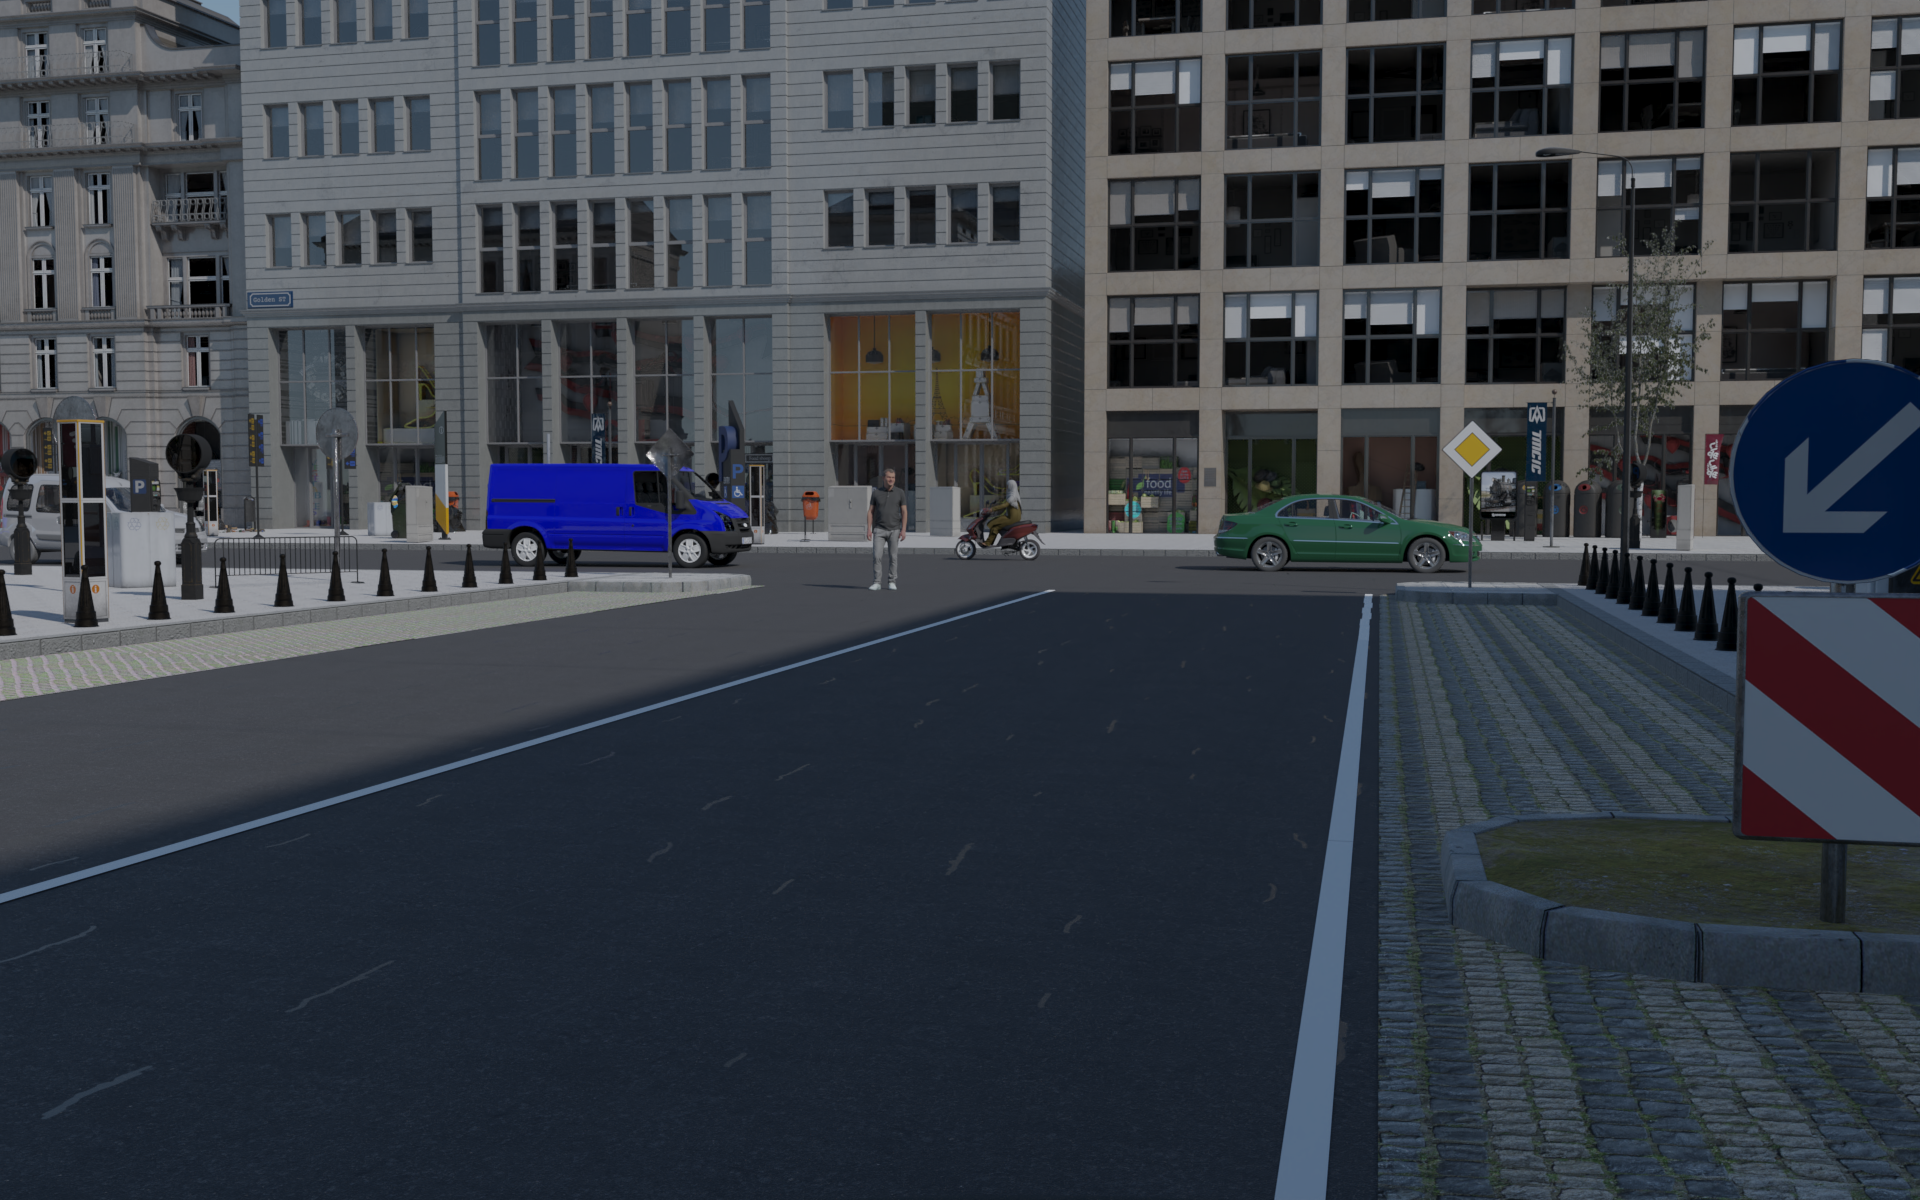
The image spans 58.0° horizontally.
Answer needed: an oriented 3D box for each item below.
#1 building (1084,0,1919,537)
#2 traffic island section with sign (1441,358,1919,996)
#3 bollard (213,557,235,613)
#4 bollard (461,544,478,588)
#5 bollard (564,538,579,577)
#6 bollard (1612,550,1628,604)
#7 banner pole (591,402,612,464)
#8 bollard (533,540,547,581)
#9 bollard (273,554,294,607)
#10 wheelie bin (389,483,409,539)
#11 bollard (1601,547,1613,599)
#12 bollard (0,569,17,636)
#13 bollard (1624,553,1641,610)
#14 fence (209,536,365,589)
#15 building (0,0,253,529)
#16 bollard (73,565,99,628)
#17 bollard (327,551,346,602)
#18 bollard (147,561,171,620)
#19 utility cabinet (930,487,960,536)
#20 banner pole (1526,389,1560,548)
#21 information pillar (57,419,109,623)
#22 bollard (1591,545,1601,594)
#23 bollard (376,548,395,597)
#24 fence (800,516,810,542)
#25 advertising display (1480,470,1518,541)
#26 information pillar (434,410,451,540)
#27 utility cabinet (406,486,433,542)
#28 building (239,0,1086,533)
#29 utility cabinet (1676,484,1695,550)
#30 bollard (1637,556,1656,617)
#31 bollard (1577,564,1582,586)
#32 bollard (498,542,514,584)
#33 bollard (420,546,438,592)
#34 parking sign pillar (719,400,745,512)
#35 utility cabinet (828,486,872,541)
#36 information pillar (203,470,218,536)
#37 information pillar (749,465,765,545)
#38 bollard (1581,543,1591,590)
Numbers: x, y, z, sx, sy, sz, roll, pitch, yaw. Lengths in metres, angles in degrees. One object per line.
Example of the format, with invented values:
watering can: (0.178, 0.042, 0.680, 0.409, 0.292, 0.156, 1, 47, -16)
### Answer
building: (22.800, -15.671, 60.744, 34.151, 26.468, 19.350, 1, 4, 14)
traffic island section with sign: (2.692, 0.168, 5.880, 1.989, 1.847, 2.006, 1, 4, 14)
bollard: (-7.957, -0.164, 18.716, 0.229, 0.601, 0.229, 0, 3, 0)
bollard: (-6.732, -0.472, 23.754, 0.229, 0.601, 0.229, 0, 3, 0)
bollard: (-6.007, -0.655, 26.748, 0.229, 0.601, 0.229, 0, 3, 0)
bollard: (7.778, -0.255, 20.213, 0.229, 0.601, 0.229, 0, 3, 0)
banner pole: (-9.707, -3.496, 47.170, 0.863, 3.779, 0.401, 2, 4, 27)
bollard: (-6.254, -0.594, 25.751, 0.229, 0.601, 0.229, 0, 3, 0)
bollard: (-7.710, -0.225, 19.728, 0.229, 0.601, 0.229, 0, 3, 0)
wheelie bin: (-16.030, -2.576, 50.033, 0.693, 1.594, 0.980, 0, 4, 6)
bollard: (8.020, -0.316, 21.211, 0.229, 0.601, 0.229, 0, 3, 0)
bollard: (-8.688, 0.020, 15.708, 0.229, 0.601, 0.229, 0, 3, 0)
bollard: (7.535, -0.194, 19.212, 0.229, 0.601, 0.229, 0, 3, 0)
fence: (-9.415, -0.544, 24.268, 2.069, 0.683, 0.278, -3, 5, -41)
building: (-36.146, -14.090, 72.168, 24.055, 21.916, 13.314, 1, 4, 14)
bollard: (-8.441, -0.041, 16.717, 0.229, 0.601, 0.229, 0, 3, 0)
bollard: (-7.471, -0.287, 20.727, 0.229, 0.601, 0.229, 0, 3, 0)
bollard: (-8.199, -0.102, 17.715, 0.229, 0.601, 0.229, 0, 3, 0)
utility cabinet: (-0.442, -2.662, 52.203, 0.318, 1.500, 1.173, -3, 4, -36)
banner pole: (13.974, -3.150, 41.514, 0.863, 3.779, 0.401, 0, 4, 6)
information pillar: (-8.737, -0.781, 17.266, 0.304, 2.012, 0.304, 2, 4, 25)
bollard: (8.263, -0.377, 22.209, 0.229, 0.601, 0.229, 0, 3, 0)
bollard: (-7.220, -0.349, 21.741, 0.229, 0.601, 0.229, 0, 3, 0)
fence: (-4.225, -1.952, 47.291, 0.278, 0.683, 2.069, 0, 4, -4)
advertising display: (14.730, -2.579, 47.376, 0.974, 1.923, 0.123, 1, 4, 22)
information pillar: (-14.512, -3.495, 48.505, 0.504, 3.616, 0.183, 3, 4, 37)
utility cabinet: (-14.342, -2.283, 46.005, 0.318, 1.500, 1.173, 0, 4, 3)
building: (-10.277, -17.531, 64.119, 29.804, 29.767, 11.434, 1, 4, 14)
utility cabinet: (16.585, -1.892, 39.614, 0.318, 1.500, 1.173, 2, 4, 26)
bollard: (7.289, -0.133, 18.216, 0.229, 0.601, 0.229, 0, 3, 0)
bollard: (8.750, -0.500, 24.214, 0.229, 0.601, 0.229, 0, 3, 0)
bollard: (-6.495, -0.533, 24.753, 0.229, 0.601, 0.229, 0, 3, 0)
bollard: (-6.978, -0.411, 22.757, 0.229, 0.601, 0.229, 0, 3, 0)
parking sign pillar: (-6.467, -3.713, 49.182, 1.447, 3.967, 1.447, -1, 4, -21)
utility cabinet: (-2.978, -2.331, 46.785, 1.173, 1.500, 0.318, 1, 4, 22)
information pillar: (-22.759, -2.943, 52.606, 0.304, 2.012, 0.304, 3, 5, 43)
information pillar: (-5.153, -2.415, 43.985, 0.304, 2.012, 0.304, 1, 4, 10)
bollard: (8.504, -0.439, 23.213, 0.229, 0.601, 0.229, 0, 3, 0)
